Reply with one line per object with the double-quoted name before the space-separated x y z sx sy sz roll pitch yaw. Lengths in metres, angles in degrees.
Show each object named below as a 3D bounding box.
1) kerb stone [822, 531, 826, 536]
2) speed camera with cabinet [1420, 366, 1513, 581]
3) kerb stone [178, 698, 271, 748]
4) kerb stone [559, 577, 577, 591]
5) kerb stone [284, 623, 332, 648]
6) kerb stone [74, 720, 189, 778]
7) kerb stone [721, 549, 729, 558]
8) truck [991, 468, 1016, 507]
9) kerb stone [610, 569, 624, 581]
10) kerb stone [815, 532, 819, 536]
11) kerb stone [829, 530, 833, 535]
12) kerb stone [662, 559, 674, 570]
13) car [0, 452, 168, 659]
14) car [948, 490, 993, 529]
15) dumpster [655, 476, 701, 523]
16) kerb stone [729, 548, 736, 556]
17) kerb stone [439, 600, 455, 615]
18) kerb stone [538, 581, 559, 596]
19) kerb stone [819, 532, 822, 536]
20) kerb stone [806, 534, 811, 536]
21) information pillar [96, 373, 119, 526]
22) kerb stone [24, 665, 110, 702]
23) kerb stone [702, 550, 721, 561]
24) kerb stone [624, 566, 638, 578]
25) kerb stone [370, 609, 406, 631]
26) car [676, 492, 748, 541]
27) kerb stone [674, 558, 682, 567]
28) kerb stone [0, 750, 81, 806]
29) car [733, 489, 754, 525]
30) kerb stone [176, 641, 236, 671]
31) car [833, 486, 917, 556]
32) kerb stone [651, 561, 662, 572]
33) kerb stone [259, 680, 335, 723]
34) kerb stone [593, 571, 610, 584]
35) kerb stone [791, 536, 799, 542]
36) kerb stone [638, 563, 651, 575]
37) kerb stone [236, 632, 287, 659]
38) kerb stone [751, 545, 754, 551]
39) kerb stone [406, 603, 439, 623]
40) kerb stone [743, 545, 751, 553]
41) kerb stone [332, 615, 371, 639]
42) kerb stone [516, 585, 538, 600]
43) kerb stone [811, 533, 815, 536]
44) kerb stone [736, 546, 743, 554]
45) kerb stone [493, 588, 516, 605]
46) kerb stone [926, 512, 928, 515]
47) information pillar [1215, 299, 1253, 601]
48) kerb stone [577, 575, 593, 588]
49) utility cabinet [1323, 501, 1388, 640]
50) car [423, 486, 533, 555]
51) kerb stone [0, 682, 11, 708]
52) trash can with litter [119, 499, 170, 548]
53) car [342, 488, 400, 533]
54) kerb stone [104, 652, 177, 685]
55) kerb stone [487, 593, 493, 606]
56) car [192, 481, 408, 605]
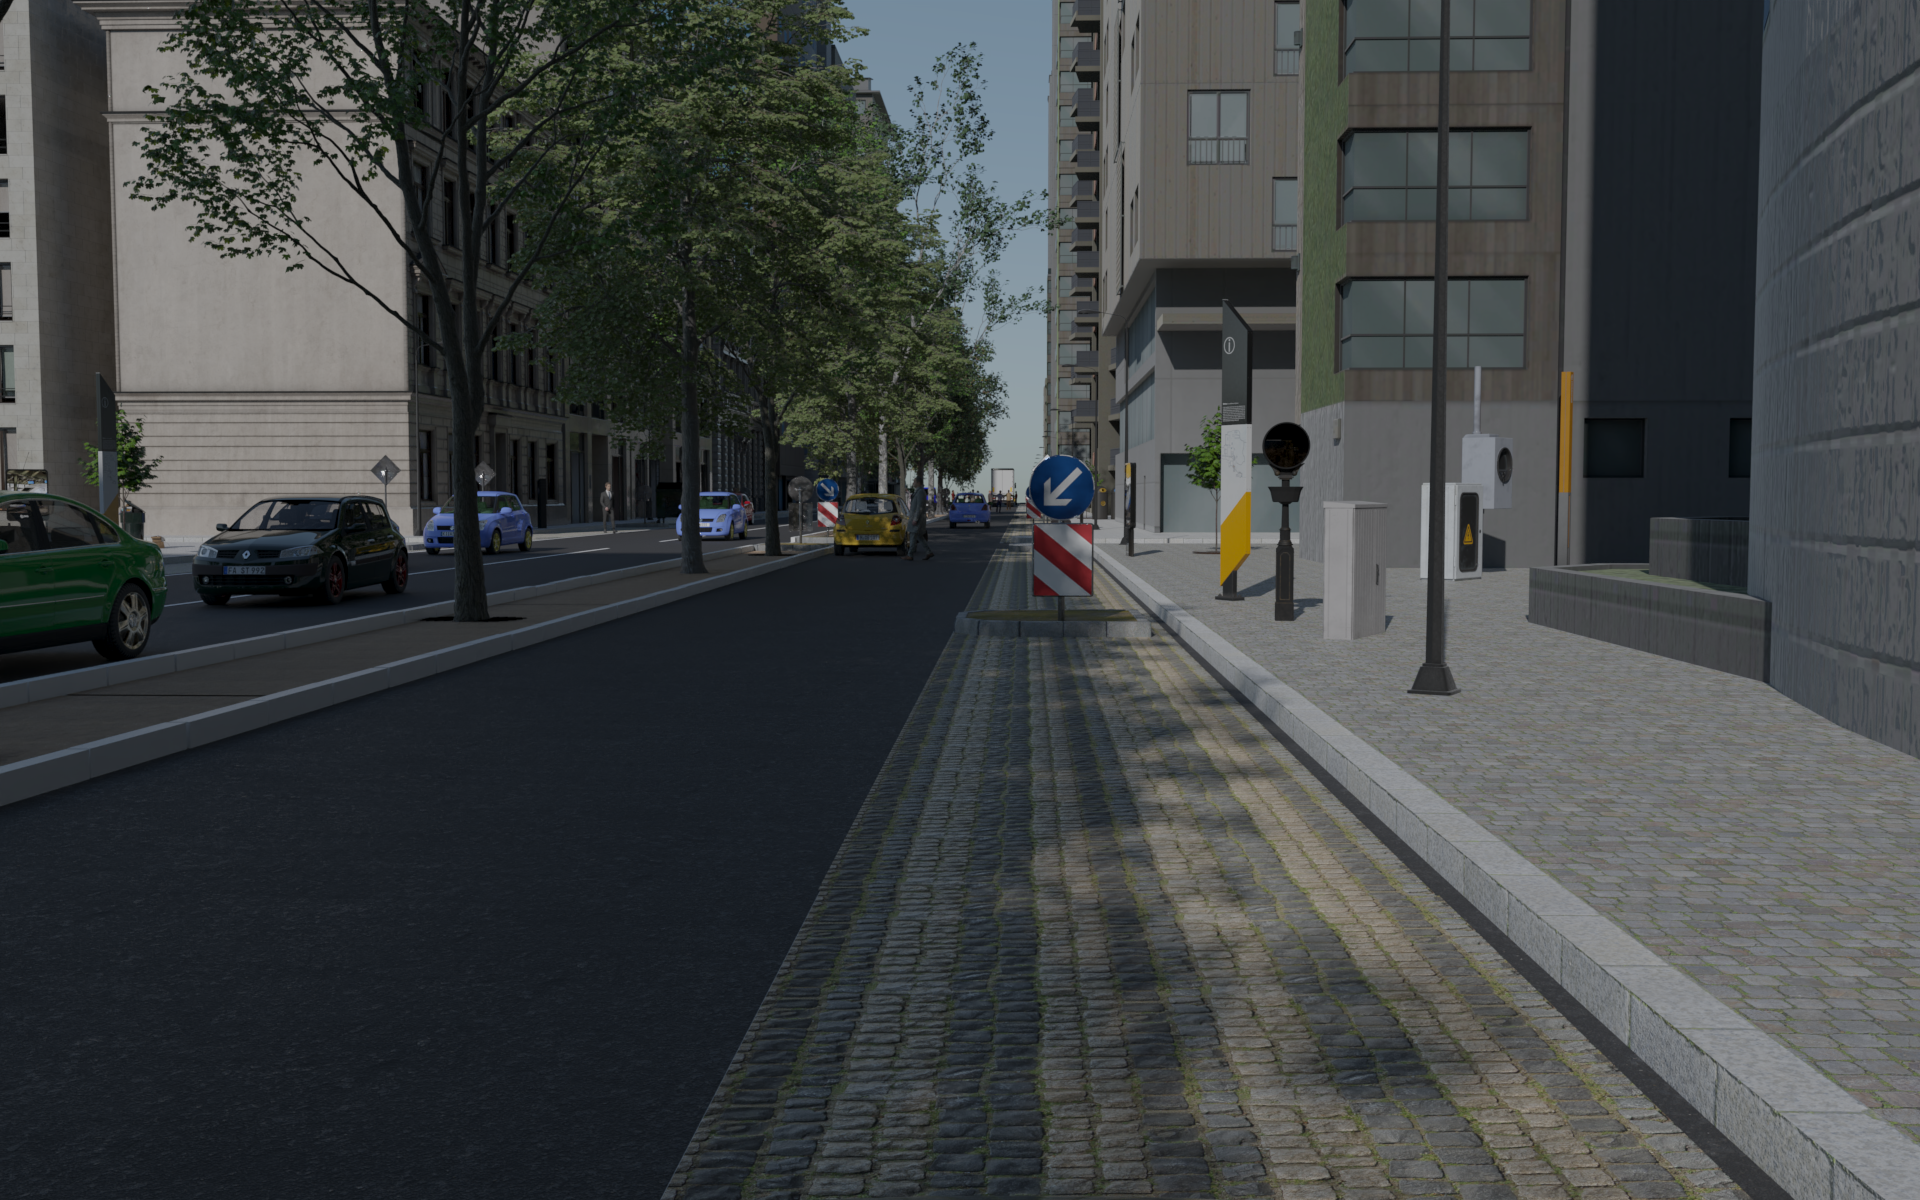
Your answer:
"kerb stone" -4.688 -2.187 57.950 0.120 0.150 1.000 0 4 2
"speed camera with cabinet" 7.709 -1.952 26.258 0.660 3.252 2.038 3 5 41
"kerb stone" -4.376 0.730 10.254 0.120 0.150 1.000 0 4 2
"kerb stone" -5.899 -0.206 25.650 0.120 0.150 1.000 0 4 2
"kerb stone" -6.241 0.352 16.438 0.120 0.150 1.000 0 4 2
"kerb stone" -4.423 0.793 9.230 0.120 0.150 1.000 0 4 2
"kerb stone" -5.400 -1.026 38.977 0.120 0.150 1.000 0 4 2
"truck" 4.798 -12.474 192.864 2.839 4.237 11.283 0 4 2
"kerb stone" -5.789 -0.398 28.716 0.120 0.150 1.000 0 4 2
"kerb stone" -4.766 -2.058 55.908 0.120 0.150 1.000 0 4 2
"kerb stone" -4.607 -2.312 59.996 0.120 0.150 1.000 0 4 2
"kerb stone" -5.631 -0.650 32.826 0.120 0.150 1.000 0 4 2
"car" -8.120 -0.301 13.721 1.959 1.807 4.718 0 4 2
"car" 0.431 -3.900 73.362 1.945 1.707 3.694 0 4 2
"dumpster" -13.191 -4.654 81.045 1.985 2.255 1.502 0 4 3
"kerb stone" -5.370 -1.089 39.999 0.120 0.150 1.000 0 4 2
"kerb stone" -6.092 0.102 20.526 0.120 0.150 1.000 0 4 2
"kerb stone" -5.938 -0.134 24.622 0.120 0.150 1.000 0 4 2
"kerb stone" -4.727 -2.124 56.929 0.120 0.150 1.000 0 4 2
"kerb stone" -4.840 -1.937 53.865 0.120 0.150 1.000 0 4 2
"information pillar" -16.617 -2.594 33.763 0.183 3.616 0.504 0 4 8
"kerb stone" -6.403 0.603 12.340 0.120 0.150 1.000 0 4 2
"kerb stone" -5.446 -0.961 37.956 0.120 0.150 1.000 0 4 2
"kerb stone" -5.747 -0.460 29.752 0.120 0.150 1.000 0 4 2
"kerb stone" -6.178 0.227 18.481 0.120 0.150 1.000 0 4 2
"car" -7.720 -2.717 54.011 1.945 1.707 3.694 0 4 3
"kerb stone" -5.593 -0.713 33.853 0.120 0.150 1.000 0 4 2
"kerb stone" -4.455 0.856 8.207 0.120 0.150 1.000 0 4 2
"car" -10.602 -4.306 79.450 2.155 1.783 4.494 0 4 3
"kerb stone" -6.324 0.479 14.395 0.120 0.150 1.000 0 4 2
"car" -1.987 -1.923 41.669 2.015 1.641 3.980 0 4 4
"kerb stone" -5.676 -0.587 31.800 0.120 0.150 1.000 0 4 2
"kerb stone" -4.344 0.668 11.276 0.120 0.150 1.000 0 4 2
"kerb stone" -5.823 -0.329 27.695 0.120 0.150 1.000 0 4 2
"kerb stone" -4.930 -1.811 51.806 0.120 0.150 1.000 0 4 2
"kerb stone" -5.709 -0.523 30.773 0.120 0.150 1.000 0 4 2
"kerb stone" -6.289 0.419 15.417 0.120 0.150 1.000 0 4 2
"kerb stone" -5.246 -1.278 43.089 0.120 0.150 1.000 0 4 2
"kerb stone" -6.128 0.168 19.502 0.120 0.150 1.000 0 4 2
"kerb stone" -5.283 -1.215 42.059 0.120 0.150 1.000 0 4 2
"kerb stone" -6.209 0.290 17.459 0.120 0.150 1.000 0 4 2
"kerb stone" -5.980 -0.086 23.597 0.120 0.150 1.000 0 4 2
"kerb stone" -4.808 -1.999 54.887 0.120 0.150 1.000 0 4 2
"kerb stone" -5.331 -1.152 41.028 0.120 0.150 1.000 0 4 2
"kerb stone" -6.023 -0.023 22.576 0.120 0.150 1.000 0 4 2
"kerb stone" -2.183 -6.259 124.558 0.120 0.150 1.000 0 4 2
"information pillar" 3.302 -1.798 20.757 0.183 3.616 0.504 -2 4 -30
"kerb stone" -5.870 -0.274 26.671 0.120 0.150 1.000 0 4 2
"utility cabinet" 3.589 -0.277 15.689 0.306 1.237 1.020 2 4 30
"car" -11.708 -1.990 42.121 1.945 1.707 3.694 0 4 4
"kerb stone" -6.437 0.666 11.313 0.120 0.150 1.000 0 4 2
"trash can with litter" -19.238 -1.801 40.838 1.055 1.170 0.624 -2 4 -27
"car" -12.050 -1.418 32.979 2.009 1.686 4.222 0 4 1
"kerb stone" -6.368 0.540 13.373 0.120 0.150 1.000 0 4 2
"kerb stone" -6.053 0.040 21.547 0.120 0.150 1.000 0 4 2
"car" -8.920 -0.848 23.656 2.009 1.686 4.222 0 4 0
